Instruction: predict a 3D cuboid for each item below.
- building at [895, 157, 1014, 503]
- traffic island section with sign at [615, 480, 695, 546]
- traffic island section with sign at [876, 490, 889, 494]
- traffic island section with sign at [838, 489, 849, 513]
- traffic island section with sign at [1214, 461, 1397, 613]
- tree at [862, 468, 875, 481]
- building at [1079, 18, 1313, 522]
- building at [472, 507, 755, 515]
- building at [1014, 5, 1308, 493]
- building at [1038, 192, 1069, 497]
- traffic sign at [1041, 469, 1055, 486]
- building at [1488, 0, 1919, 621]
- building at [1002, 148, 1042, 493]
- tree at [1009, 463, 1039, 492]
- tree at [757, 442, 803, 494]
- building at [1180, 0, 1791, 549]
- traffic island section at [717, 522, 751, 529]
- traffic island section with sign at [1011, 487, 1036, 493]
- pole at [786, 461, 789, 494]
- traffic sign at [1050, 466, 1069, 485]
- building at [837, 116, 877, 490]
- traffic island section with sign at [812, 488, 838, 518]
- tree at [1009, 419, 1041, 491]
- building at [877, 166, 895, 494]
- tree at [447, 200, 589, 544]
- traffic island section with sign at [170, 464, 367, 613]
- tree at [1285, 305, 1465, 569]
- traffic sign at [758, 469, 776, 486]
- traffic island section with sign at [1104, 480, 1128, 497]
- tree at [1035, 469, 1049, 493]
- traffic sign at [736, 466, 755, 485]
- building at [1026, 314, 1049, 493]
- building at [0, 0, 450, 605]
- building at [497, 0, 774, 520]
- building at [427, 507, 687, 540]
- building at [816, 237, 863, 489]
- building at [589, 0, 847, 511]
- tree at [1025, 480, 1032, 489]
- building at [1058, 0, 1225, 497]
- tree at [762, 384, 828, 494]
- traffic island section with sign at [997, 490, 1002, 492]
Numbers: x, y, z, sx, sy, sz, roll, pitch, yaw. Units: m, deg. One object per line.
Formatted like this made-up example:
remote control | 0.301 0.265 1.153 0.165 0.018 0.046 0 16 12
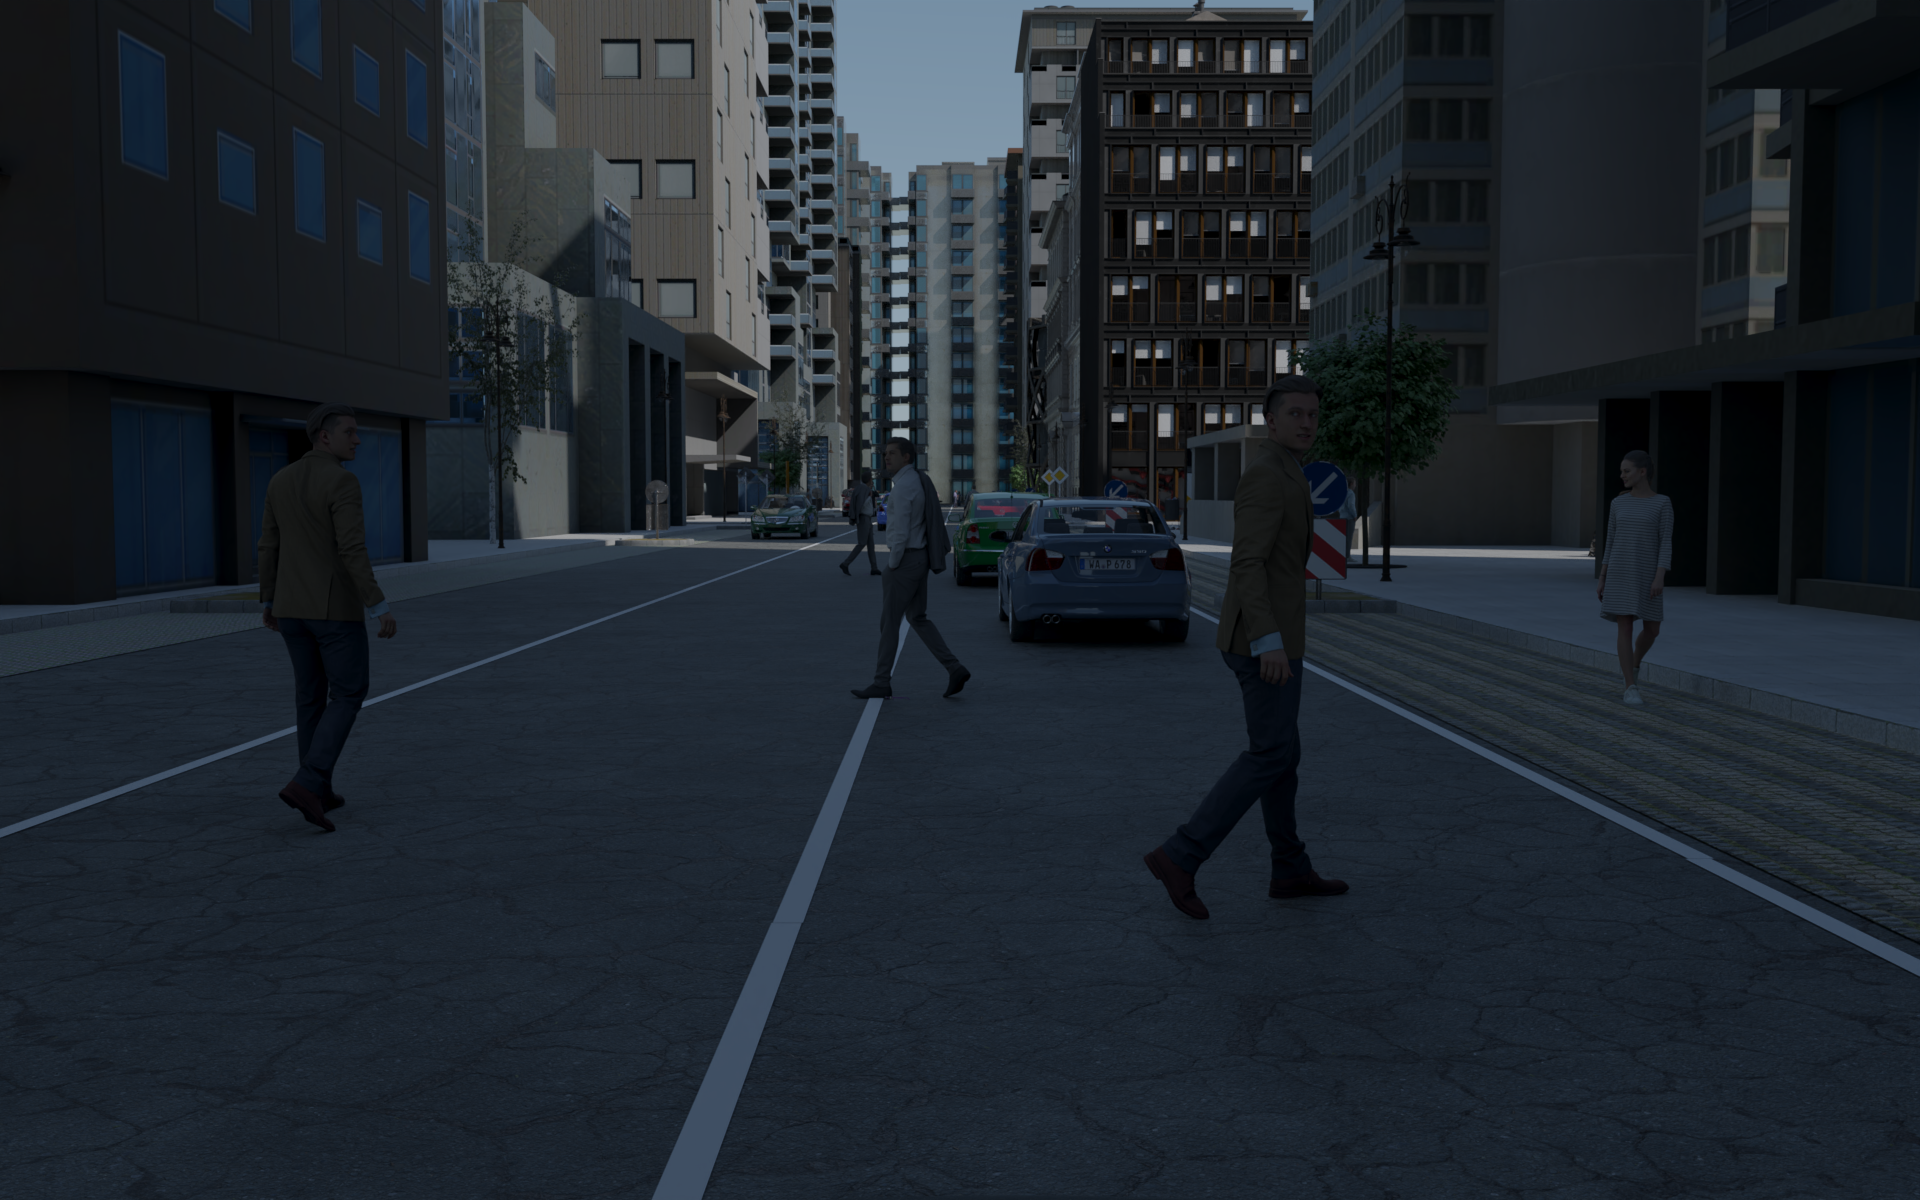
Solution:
building | 6.698 -38.488 248.883 30.456 49.044 23.786 0 3 0
traffic island section with sign | -8.522 -2.445 48.611 1.989 1.847 2.006 0 3 0
traffic island section with sign | -8.785 -12.244 208.815 1.989 1.847 2.006 0 3 0
traffic island section with sign | -8.656 -7.606 132.979 1.989 1.847 2.006 0 3 0
traffic island section with sign | 4.240 -0.796 21.649 1.989 1.847 2.006 0 3 0
tree | -11.653 -13.557 205.367 4.285 4.588 4.351 0 3 0
building | 14.231 -15.620 85.066 15.834 23.373 12.332 0 3 0
building | -22.826 -50.239 134.081 22.319 86.520 31.000 0 3 0
building | 20.637 -36.564 187.054 28.713 52.752 27.495 0 3 0
building | 11.437 -17.903 121.591 11.050 23.489 19.941 0 3 0
traffic sign | 4.122 -4.729 79.513 0.795 2.593 0.064 0 3 0
building | 19.243 -21.878 12.337 22.147 44.769 28.867 0 3 0
building | 16.537 -34.326 215.857 22.147 44.769 28.867 0 3 0
tree | 6.276 -11.414 170.334 4.285 4.588 4.351 0 3 0
tree | -11.420 -7.719 109.914 4.285 4.588 4.351 0 3 0
building | 23.167 -21.742 47.360 32.217 40.220 23.993 0 3 0
traffic island section | -8.883 -3.016 71.594 2.009 0.180 2.903 0 3 0
traffic island section with sign | 4.109 -5.884 104.834 1.989 1.847 2.006 0 3 0
pole | -10.643 -6.915 106.906 0.158 3.312 0.155 0 3 0
traffic sign | 4.135 -4.241 71.528 0.795 2.593 0.064 0 3 0
building | -26.662 -36.623 218.389 30.456 49.044 23.786 0 3 0
traffic island section with sign | -8.614 -5.896 105.028 1.989 1.847 2.006 0 3 0
tree | 6.424 -12.927 161.725 4.360 8.622 3.978 0 3 0
building | -23.759 -38.525 249.488 30.456 49.044 23.786 0 3 0
tree | -11.787 -5.750 44.367 4.360 8.622 3.978 0 3 0
traffic island section with sign | -8.468 -0.797 21.656 1.989 1.847 2.006 0 3 0
tree | 7.199 -2.853 30.366 4.285 4.588 4.351 0 3 0
traffic sign | -8.872 -4.729 79.512 0.795 2.593 0.064 0 3 0
traffic island section with sign | 4.204 -2.445 48.604 1.989 1.847 2.006 0 3 0
tree | 6.952 -8.685 136.594 1.663 3.219 1.824 0 3 0
traffic sign | -8.859 -4.241 71.527 0.795 2.593 0.064 0 3 0
building | 13.975 -17.055 146.300 16.820 18.784 16.811 0 3 0
building | -16.788 -22.947 25.302 14.600 45.320 14.200 0 3 0
building | -24.687 -30.711 91.360 28.713 52.752 27.495 0 3 0
building | -26.542 -45.479 56.249 31.000 86.520 22.319 0 3 0
building | -18.276 -25.766 192.981 14.160 30.474 14.107 0 3 0
building | -22.013 -52.360 168.752 22.319 86.520 31.000 0 3 0
tree | 7.019 -10.526 166.693 1.663 3.219 1.824 0 3 0
building | 13.154 -19.299 101.442 13.634 28.700 20.117 0 3 0
tree | -10.945 -10.064 114.904 4.360 8.622 3.978 0 3 0
traffic island section with sign | 4.058 -7.536 131.841 1.989 1.847 2.006 0 3 0
